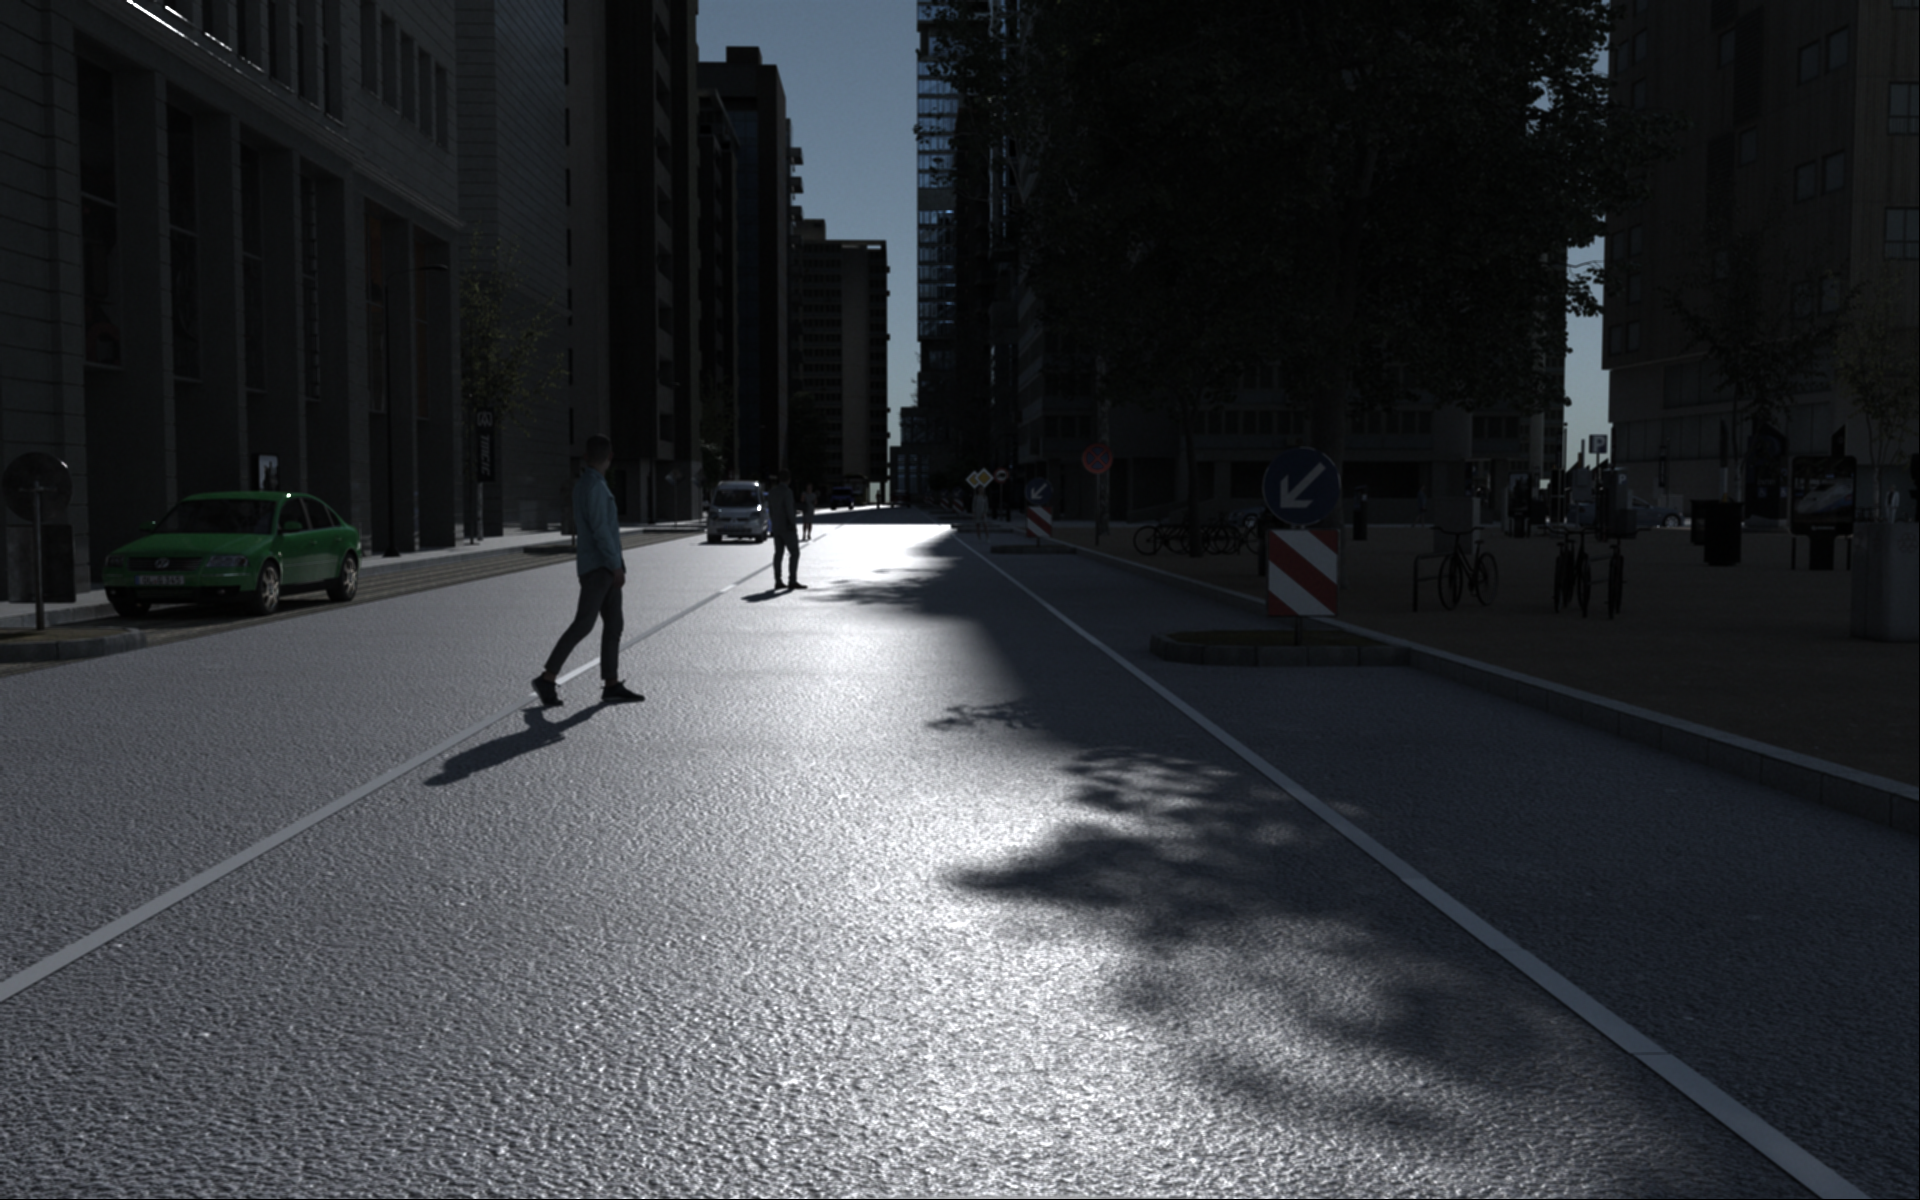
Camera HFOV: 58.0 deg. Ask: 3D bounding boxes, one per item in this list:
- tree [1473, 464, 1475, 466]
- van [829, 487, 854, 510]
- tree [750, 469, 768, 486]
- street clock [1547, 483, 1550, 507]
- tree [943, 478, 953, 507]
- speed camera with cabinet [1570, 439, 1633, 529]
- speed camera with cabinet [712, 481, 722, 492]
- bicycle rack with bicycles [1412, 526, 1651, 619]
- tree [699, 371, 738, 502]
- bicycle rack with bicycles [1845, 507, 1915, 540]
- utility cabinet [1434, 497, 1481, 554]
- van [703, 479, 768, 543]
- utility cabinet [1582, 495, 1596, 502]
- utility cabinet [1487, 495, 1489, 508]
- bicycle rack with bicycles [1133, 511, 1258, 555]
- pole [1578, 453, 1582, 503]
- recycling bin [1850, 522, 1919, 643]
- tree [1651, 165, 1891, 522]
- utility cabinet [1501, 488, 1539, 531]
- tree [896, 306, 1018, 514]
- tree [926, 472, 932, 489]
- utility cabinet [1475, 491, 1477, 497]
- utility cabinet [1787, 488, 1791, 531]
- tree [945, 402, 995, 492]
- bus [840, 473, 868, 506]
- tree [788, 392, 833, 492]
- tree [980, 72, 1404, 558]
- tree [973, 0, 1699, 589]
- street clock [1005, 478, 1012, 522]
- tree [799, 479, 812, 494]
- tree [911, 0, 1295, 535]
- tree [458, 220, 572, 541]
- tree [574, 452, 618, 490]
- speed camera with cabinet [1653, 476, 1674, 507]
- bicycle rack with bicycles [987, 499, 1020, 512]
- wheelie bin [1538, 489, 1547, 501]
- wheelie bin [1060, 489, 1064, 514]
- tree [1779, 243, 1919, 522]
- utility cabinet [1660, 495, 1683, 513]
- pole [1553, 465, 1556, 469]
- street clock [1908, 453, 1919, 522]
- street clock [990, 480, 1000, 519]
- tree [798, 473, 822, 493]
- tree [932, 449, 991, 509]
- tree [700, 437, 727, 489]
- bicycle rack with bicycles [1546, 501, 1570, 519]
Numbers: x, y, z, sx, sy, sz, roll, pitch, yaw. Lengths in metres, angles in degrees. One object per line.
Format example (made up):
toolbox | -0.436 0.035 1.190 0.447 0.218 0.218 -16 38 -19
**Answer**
tree | 31.415 -7.799 111.231 4.285 4.588 4.351 0 3 0
van | -10.739 -9.401 158.090 2.240 2.365 5.245 0 4 -1
tree | -15.702 -8.425 132.344 1.663 3.219 1.824 0 3 0
street clock | 38.935 -6.709 114.262 0.358 2.002 0.471 3 4 39
tree | -0.912 -10.970 173.966 1.663 3.219 1.824 0 3 0
speed camera with cabinet | 23.222 -4.177 62.632 2.038 3.252 0.660 1 4 17
speed camera with cabinet | -16.334 -7.789 121.680 2.038 3.252 0.660 -2 4 -27
bicycle rack with bicycles | 6.348 -0.357 19.227 2.852 0.926 2.925 2 4 31
tree | -14.828 -9.260 101.761 4.737 8.622 4.395 0 3 0
bicycle rack with bicycles | 25.796 -2.128 48.173 2.925 0.926 2.852 -2 4 -31
utility cabinet | 10.696 -1.597 37.273 0.306 1.237 1.020 -2 4 -35
van | -6.681 -2.758 52.099 2.013 2.044 4.112 0 4 -4
utility cabinet | 31.619 -4.609 86.511 1.020 1.237 0.306 2 4 34
utility cabinet | 41.042 -7.510 133.952 1.020 1.237 0.306 3 4 39
bicycle rack with bicycles | 5.233 -1.457 37.207 2.925 0.926 2.852 0 4 8
pole | 30.497 -5.590 85.235 0.158 3.312 0.155 0 3 0
recycling bin | 8.347 -0.163 15.225 0.722 1.027 0.722 0 4 4
tree | 17.915 -5.432 39.170 4.360 8.622 3.978 0 3 0
utility cabinet | 18.943 -3.055 58.635 1.173 1.500 0.318 0 4 -5
tree | 1.365 -12.360 112.454 12.009 13.543 11.850 0 3 0
tree | -2.685 -14.581 222.119 4.285 4.588 4.351 0 3 0
utility cabinet | 39.424 -7.585 132.689 1.173 1.500 0.318 3 4 36
utility cabinet | 28.225 -3.115 59.613 0.318 1.500 1.173 -3 4 -38
tree | 1.152 -11.436 137.338 4.360 8.622 3.978 0 3 0
bus | -12.368 -13.017 204.370 2.896 3.916 12.252 0 4 -1
tree | -17.789 -16.750 191.989 7.486 12.596 7.792 0 3 0
tree | 4.785 -6.163 35.170 8.767 10.594 7.601 0 4 -6
tree | 5.055 -7.129 23.222 9.857 13.997 8.962 0 3 0
street clock | 2.247 -4.632 80.306 0.358 2.002 0.471 1 4 8
tree | -17.796 -12.451 198.173 1.663 3.219 1.824 0 3 0
tree | 4.508 -12.001 52.109 12.611 20.169 13.585 0 3 0
tree | -13.090 -5.956 47.743 4.360 8.622 3.978 0 3 0
tree | -13.846 -4.356 65.818 1.663 3.219 1.824 0 3 0
speed camera with cabinet | 36.690 -5.870 90.308 0.660 3.252 2.038 3 4 37
bicycle rack with bicycles | 3.600 -6.939 126.837 2.852 0.926 2.925 -3 5 -45
wheelie bin | 36.026 -6.102 107.674 0.693 1.594 0.980 -1 4 -18
wheelie bin | 6.673 -6.414 112.769 0.980 1.594 0.693 3 5 44
tree | 27.811 -6.222 52.098 4.360 8.622 3.978 0 3 0
utility cabinet | 34.566 -4.462 84.120 1.020 1.237 0.306 2 4 26
pole | 41.735 -7.819 121.677 0.158 3.312 0.155 0 3 0
street clock | 17.033 -1.602 30.767 0.358 2.002 0.471 3 5 40
street clock | 1.762 -5.103 88.004 0.471 2.002 0.358 2 4 32
tree | -19.448 -14.778 225.339 4.285 4.588 4.351 0 3 0
tree | 1.264 -8.459 122.019 4.285 4.588 4.351 0 3 0
tree | -14.479 -6.828 95.355 4.285 4.588 4.351 0 3 0
bicycle rack with bicycles | 30.129 -4.672 89.761 2.852 0.926 2.925 0 4 -7
